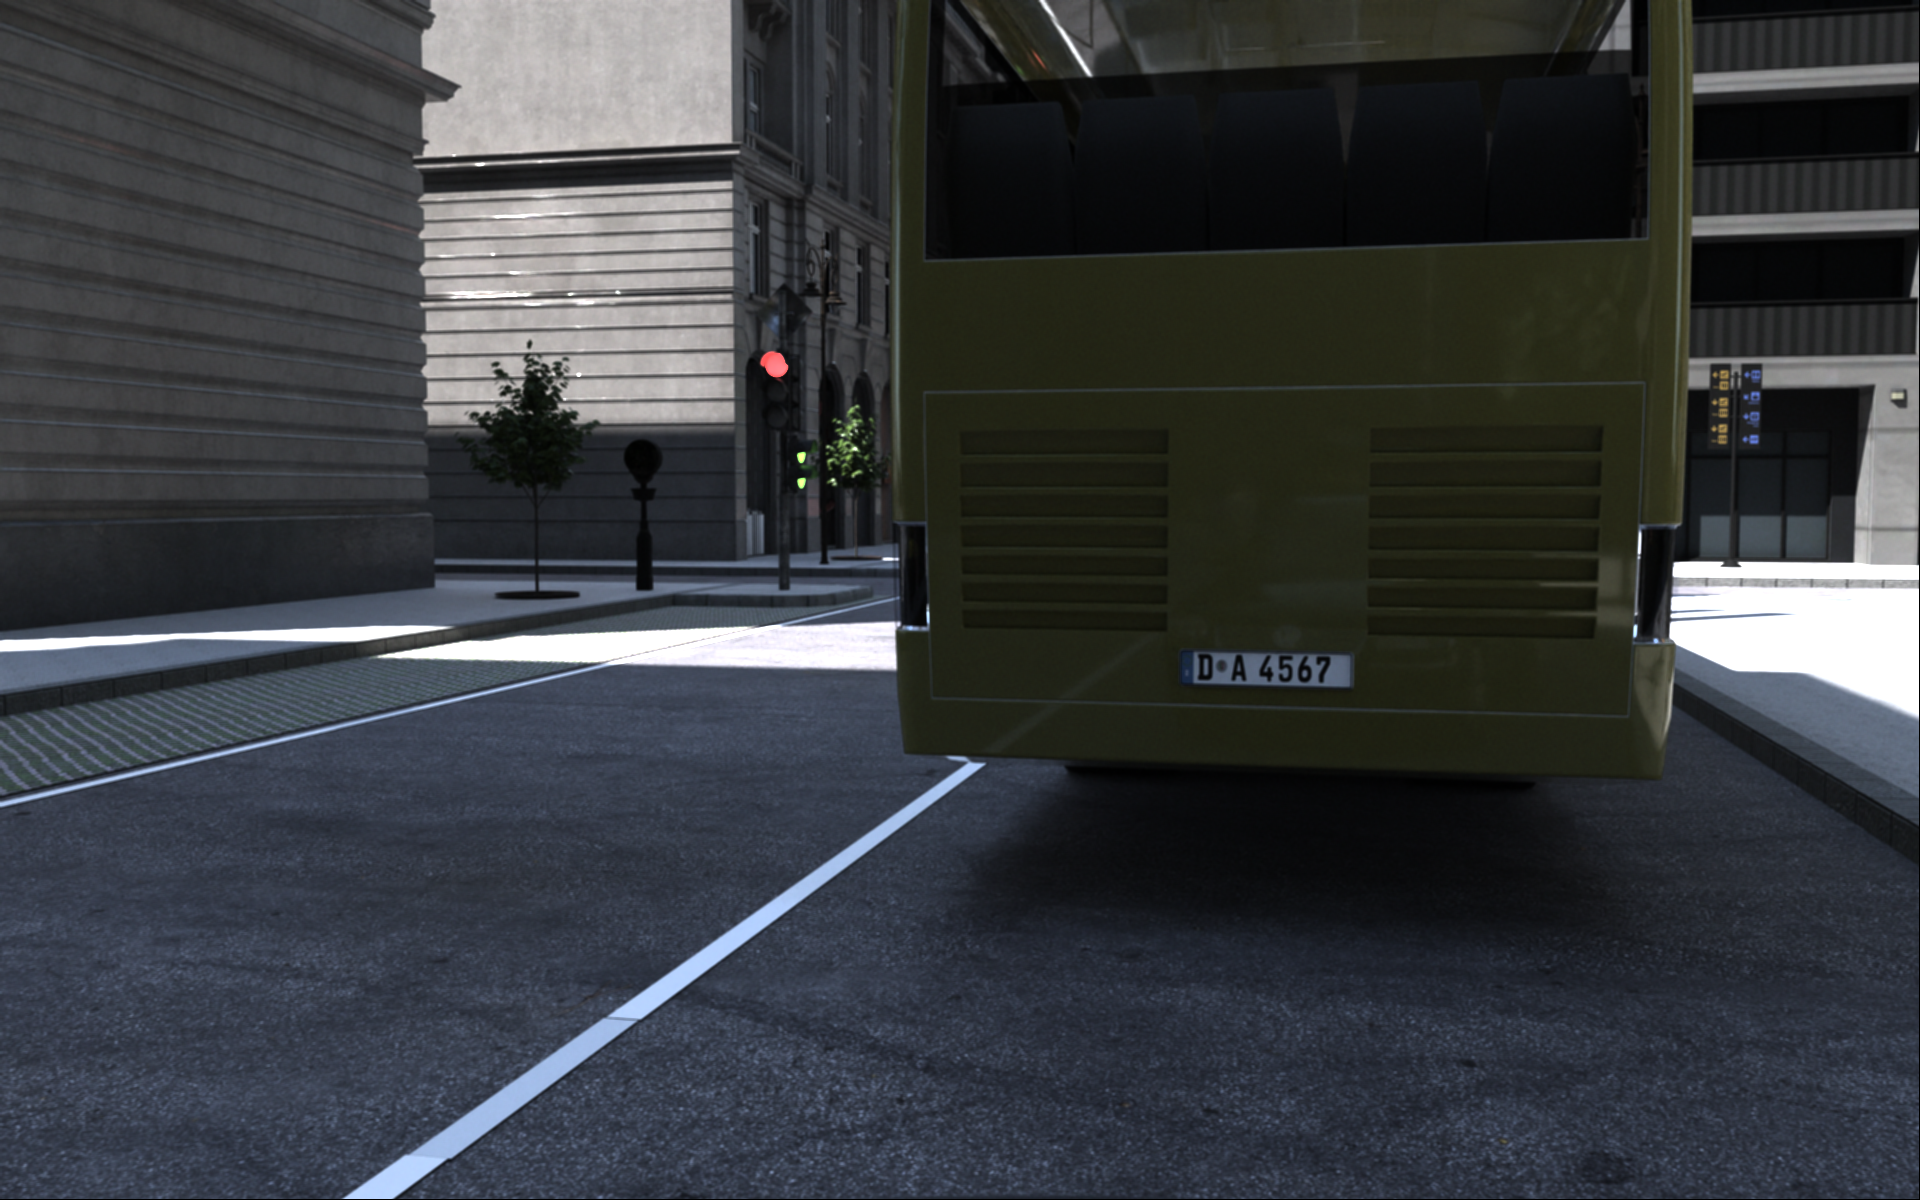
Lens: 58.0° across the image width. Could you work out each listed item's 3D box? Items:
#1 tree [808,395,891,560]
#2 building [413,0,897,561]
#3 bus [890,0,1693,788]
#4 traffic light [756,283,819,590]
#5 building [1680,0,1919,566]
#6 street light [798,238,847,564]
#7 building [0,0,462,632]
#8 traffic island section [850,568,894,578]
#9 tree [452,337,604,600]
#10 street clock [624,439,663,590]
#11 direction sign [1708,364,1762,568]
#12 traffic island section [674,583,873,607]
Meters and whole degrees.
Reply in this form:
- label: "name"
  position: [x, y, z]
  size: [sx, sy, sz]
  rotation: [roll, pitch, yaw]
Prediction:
- label: "tree"
  position: [-1.945, -2.411, 34.016]
  size: [1.663, 3.219, 1.824]
  rotation: [0, 3, 0]
- label: "building"
  position: [-7.461, -12.423, 44.912]
  size: [13.314, 21.916, 24.055]
  rotation: [1, 4, 13]
- label: "bus"
  position: [2.316, -1.215, 11.418]
  size: [2.896, 3.916, 12.252]
  rotation: [1, 4, 13]
- label: "traffic light"
  position: [-2.338, -2.090, 23.094]
  size: [0.839, 4.253, 0.868]
  rotation: [1, 4, 13]
- label: "building"
  position: [23.964, -36.652, 37.512]
  size: [20.611, 71.187, 20.563]
  rotation: [1, 4, 13]
- label: "street light"
  position: [-2.487, -3.595, 31.564]
  size: [0.468, 5.910, 1.993]
  rotation: [1, 4, 13]
- label: "building"
  position: [-17.278, -11.717, 20.449]
  size: [19.941, 23.489, 11.050]
  rotation: [1, 4, 13]
- label: "traffic island section"
  position: [-0.618, -0.535, 31.028]
  size: [2.009, 0.180, 2.903]
  rotation: [1, 4, 13]
- label: "tree"
  position: [-5.307, -1.652, 21.606]
  size: [1.663, 3.219, 1.824]
  rotation: [0, 3, 0]
- label: "street clock"
  position: [-4.217, -1.134, 23.108]
  size: [0.471, 2.002, 0.358]
  rotation: [0, 4, 3]
- label: "direction sign"
  position: [13.467, -2.334, 30.151]
  size: [0.876, 3.537, 0.379]
  rotation: [0, 4, 2]
- label: "traffic island section"
  position: [-2.375, -0.059, 23.238]
  size: [2.009, 0.180, 2.903]
  rotation: [1, 4, 13]
